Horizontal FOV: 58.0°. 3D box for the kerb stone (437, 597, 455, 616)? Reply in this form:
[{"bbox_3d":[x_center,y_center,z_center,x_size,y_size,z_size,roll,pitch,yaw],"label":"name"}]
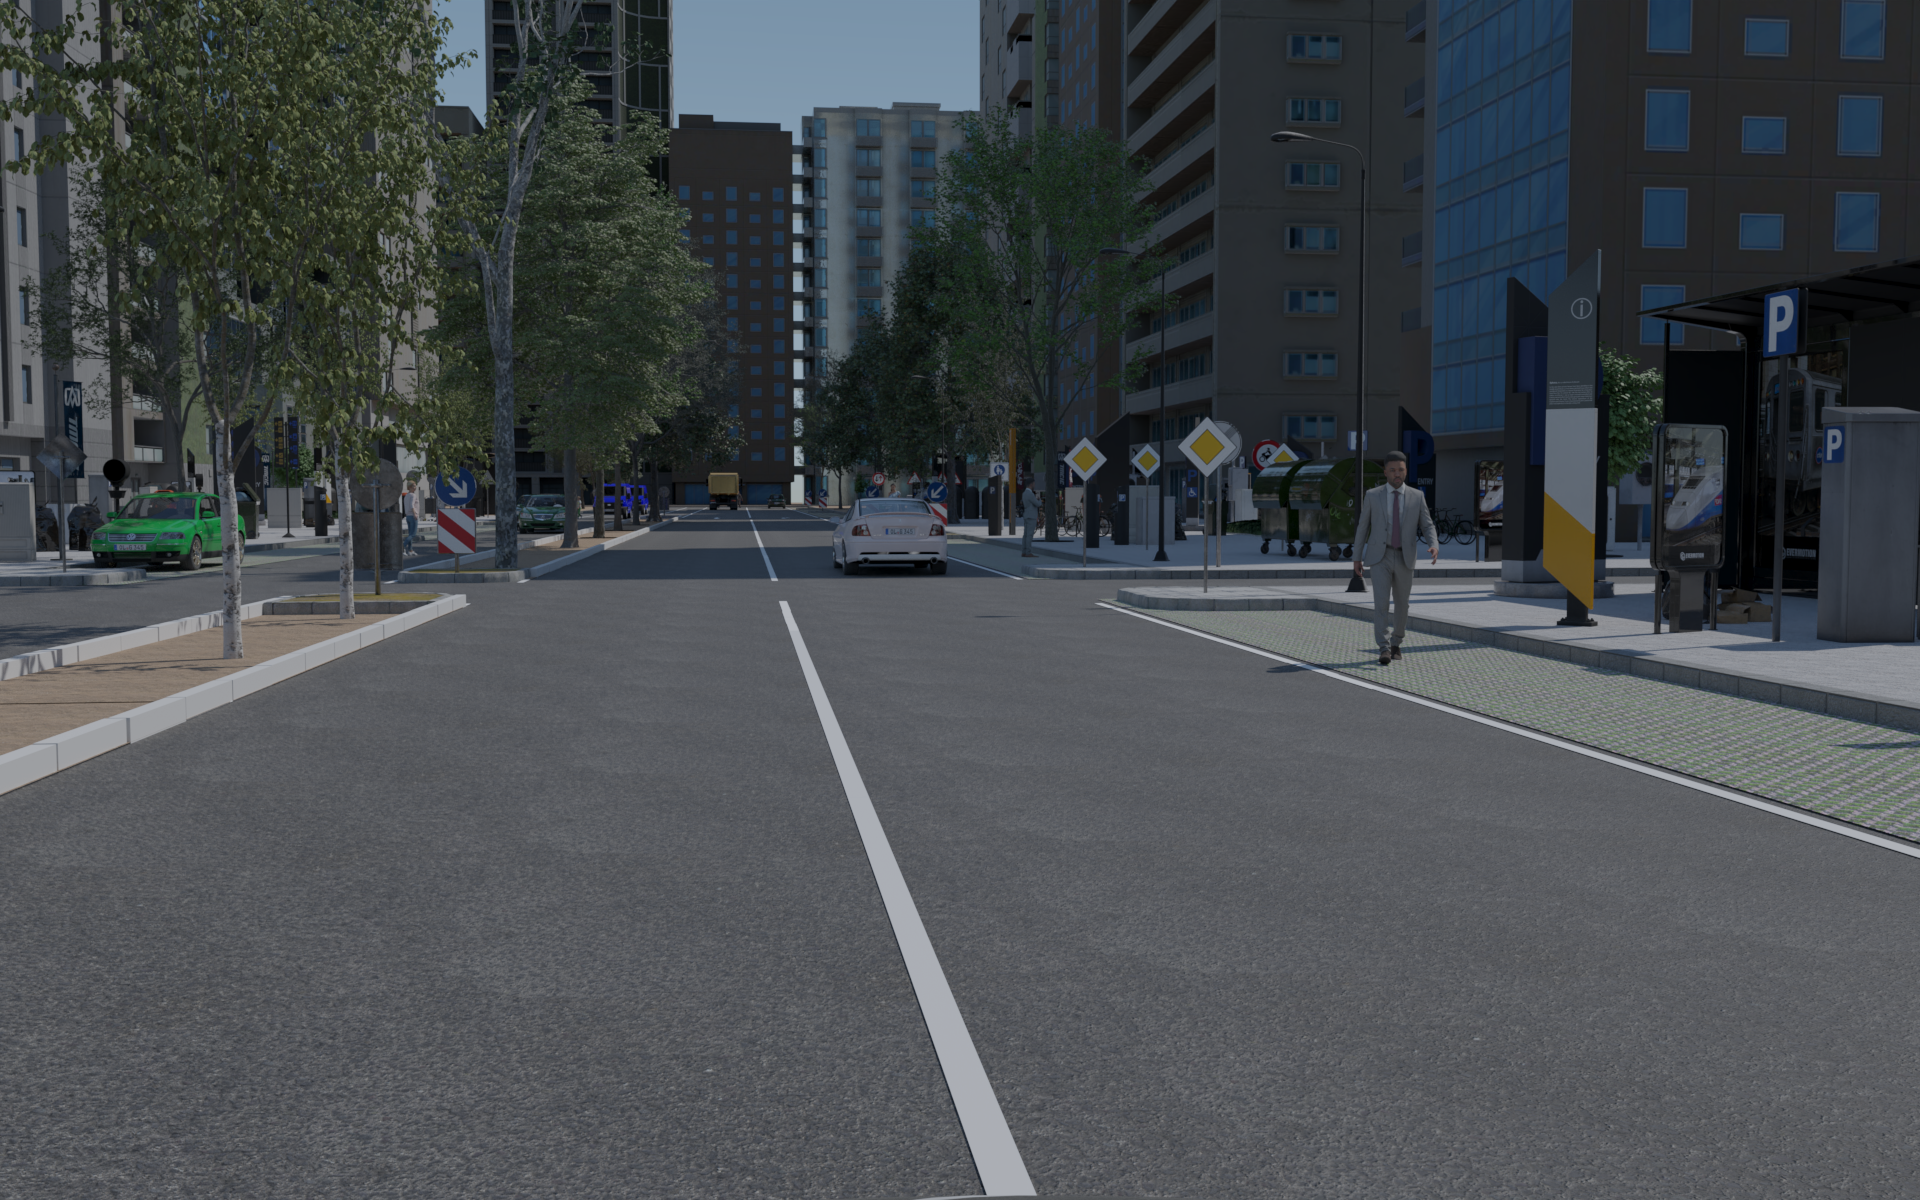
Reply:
[{"bbox_3d":[-6.176,0.099,20.582,0.120,0.150,1.000,0,4,-7],"label":"kerb stone"}]

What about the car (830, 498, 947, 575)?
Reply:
[{"bbox_3d":[-1.341,-1.208,32.114,2.083,1.381,4.827,0,4,-8],"label":"car"}]

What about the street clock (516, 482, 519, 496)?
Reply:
[{"bbox_3d":[-24.849,-5.631,96.642,0.471,2.002,0.358,-1,4,-13],"label":"street clock"}]

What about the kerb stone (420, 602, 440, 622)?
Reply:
[{"bbox_3d":[-6.050,0.162,19.560,0.120,0.150,1.000,0,4,-7],"label":"kerb stone"}]

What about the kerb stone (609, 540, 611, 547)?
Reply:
[{"bbox_3d":[-9.325,-1.423,45.517,0.120,0.150,1.000,0,4,-7],"label":"kerb stone"}]

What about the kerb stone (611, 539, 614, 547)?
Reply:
[{"bbox_3d":[-9.455,-1.488,46.531,0.120,0.150,1.000,0,4,-7],"label":"kerb stone"}]

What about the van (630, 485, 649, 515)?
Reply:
[{"bbox_3d":[-22.633,-7.049,119.630,2.240,2.365,5.245,0,4,-7],"label":"van"}]

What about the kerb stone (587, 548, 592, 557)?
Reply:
[{"bbox_3d":[-8.545,-1.053,39.406,0.120,0.150,1.000,0,4,-7],"label":"kerb stone"}]

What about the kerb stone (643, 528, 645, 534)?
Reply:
[{"bbox_3d":[-11.249,-2.359,60.783,0.120,0.150,1.000,0,4,-7],"label":"kerb stone"}]

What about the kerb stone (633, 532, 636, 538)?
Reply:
[{"bbox_3d":[-10.607,-2.049,55.704,0.120,0.150,1.000,0,4,-7],"label":"kerb stone"}]

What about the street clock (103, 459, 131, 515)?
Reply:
[{"bbox_3d":[-17.371,-1.905,35.720,0.471,2.002,0.358,0,4,-2],"label":"street clock"}]

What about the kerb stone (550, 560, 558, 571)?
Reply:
[{"bbox_3d":[-7.653,-0.613,32.296,0.120,0.150,1.000,0,4,-7],"label":"kerb stone"}]

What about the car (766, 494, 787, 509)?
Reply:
[{"bbox_3d":[-17.994,-9.792,169.882,2.009,1.686,4.222,0,4,-7],"label":"car"}]

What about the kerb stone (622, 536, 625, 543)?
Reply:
[{"bbox_3d":[-9.969,-1.738,50.607,0.120,0.150,1.000,0,4,-7],"label":"kerb stone"}]

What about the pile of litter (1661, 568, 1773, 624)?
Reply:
[{"bbox_3d":[7.852,-0.235,17.804,1.719,0.858,1.176,-3,4,-39],"label":"pile of litter"}]

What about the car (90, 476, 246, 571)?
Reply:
[{"bbox_3d":[-15.228,-1.509,33.465,1.959,1.807,4.718,0,4,-7],"label":"car"}]

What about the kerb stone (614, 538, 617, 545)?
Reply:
[{"bbox_3d":[-9.587,-1.551,47.552,0.120,0.150,1.000,0,4,-7],"label":"kerb stone"}]

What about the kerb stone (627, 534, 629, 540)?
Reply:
[{"bbox_3d":[-10.230,-1.863,52.659,0.120,0.150,1.000,0,4,-7],"label":"kerb stone"}]

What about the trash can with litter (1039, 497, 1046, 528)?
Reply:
[{"bbox_3d":[3.171,-3.276,64.945,0.624,1.170,1.055,0,4,5],"label":"trash can with litter"}]

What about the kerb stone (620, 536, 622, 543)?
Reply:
[{"bbox_3d":[-9.843,-1.674,49.593,0.120,0.150,1.000,0,4,-7],"label":"kerb stone"}]

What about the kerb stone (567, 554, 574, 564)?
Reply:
[{"bbox_3d":[-8.035,-0.804,35.342,0.120,0.150,1.000,0,4,-7],"label":"kerb stone"}]

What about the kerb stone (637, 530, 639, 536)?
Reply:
[{"bbox_3d":[-10.875,-2.174,57.735,0.120,0.150,1.000,0,4,-7],"label":"kerb stone"}]

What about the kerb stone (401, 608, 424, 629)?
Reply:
[{"bbox_3d":[-5.913,0.226,18.538,0.120,0.150,1.000,0,4,-7],"label":"kerb stone"}]

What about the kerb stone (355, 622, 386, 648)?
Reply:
[{"bbox_3d":[-5.663,0.351,16.508,0.120,0.150,1.000,0,4,-7],"label":"kerb stone"}]

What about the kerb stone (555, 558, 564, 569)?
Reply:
[{"bbox_3d":[-7.781,-0.680,33.310,0.120,0.150,1.000,0,4,-7],"label":"kerb stone"}]

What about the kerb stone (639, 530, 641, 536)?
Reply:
[{"bbox_3d":[-11.001,-2.236,58.750,0.120,0.150,1.000,0,4,-7],"label":"kerb stone"}]

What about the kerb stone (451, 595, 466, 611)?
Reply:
[{"bbox_3d":[-6.302,0.037,21.599,0.120,0.150,1.000,0,4,-7],"label":"kerb stone"}]

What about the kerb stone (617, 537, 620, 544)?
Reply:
[{"bbox_3d":[-9.712,-1.613,48.566,0.120,0.150,1.000,0,4,-7],"label":"kerb stone"}]

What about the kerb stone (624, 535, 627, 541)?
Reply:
[{"bbox_3d":[-10.090,-1.799,51.626,0.120,0.150,1.000,0,4,-7],"label":"kerb stone"}]

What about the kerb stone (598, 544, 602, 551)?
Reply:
[{"bbox_3d":[-8.937,-1.239,42.457,0.120,0.150,1.000,0,4,-7],"label":"kerb stone"}]

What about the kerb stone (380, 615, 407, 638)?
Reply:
[{"bbox_3d":[-5.784,0.286,17.523,0.120,0.150,1.000,0,4,-7],"label":"kerb stone"}]

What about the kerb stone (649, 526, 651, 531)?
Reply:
[{"bbox_3d":[-11.766,-2.609,64.845,0.120,0.150,1.000,0,4,-7],"label":"kerb stone"}]

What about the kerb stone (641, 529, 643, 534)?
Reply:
[{"bbox_3d":[-11.121,-2.296,59.765,0.120,0.150,1.000,0,4,-7],"label":"kerb stone"}]

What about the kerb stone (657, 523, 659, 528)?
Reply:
[{"bbox_3d":[-12.535,-2.979,70.947,0.120,0.150,1.000,0,4,-7],"label":"kerb stone"}]

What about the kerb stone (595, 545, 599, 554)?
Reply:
[{"bbox_3d":[-8.807,-1.177,41.434,0.120,0.150,1.000,0,4,-7],"label":"kerb stone"}]

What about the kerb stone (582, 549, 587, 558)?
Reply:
[{"bbox_3d":[-8.421,-0.989,38.392,0.120,0.150,1.000,0,4,-7],"label":"kerb stone"}]

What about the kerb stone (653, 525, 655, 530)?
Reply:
[{"bbox_3d":[-12.145,-2.795,67.899,0.120,0.150,1.000,0,4,-7],"label":"kerb stone"}]

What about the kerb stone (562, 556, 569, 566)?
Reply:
[{"bbox_3d":[-7.916,-0.742,34.323,0.120,0.150,1.000,0,4,-7],"label":"kerb stone"}]

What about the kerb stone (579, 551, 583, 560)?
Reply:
[{"bbox_3d":[-8.296,-0.929,37.377,0.120,0.150,1.000,0,4,-7],"label":"kerb stone"}]

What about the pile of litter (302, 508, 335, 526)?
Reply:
[{"bbox_3d":[-26.006,-3.424,69.947,1.176,0.858,1.719,3,5,41],"label":"pile of litter"}]

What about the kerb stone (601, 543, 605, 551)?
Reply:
[{"bbox_3d":[-9.070,-1.302,43.479,0.120,0.150,1.000,0,4,-7],"label":"kerb stone"}]

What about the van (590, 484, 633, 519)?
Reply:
[{"bbox_3d":[-20.033,-5.843,99.919,2.240,2.365,5.245,0,4,-7],"label":"van"}]

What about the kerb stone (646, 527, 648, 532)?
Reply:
[{"bbox_3d":[-11.510,-2.484,62.812,0.120,0.150,1.000,0,4,-7],"label":"kerb stone"}]

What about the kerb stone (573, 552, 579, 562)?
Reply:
[{"bbox_3d":[-8.165,-0.865,36.363,0.120,0.150,1.000,0,4,-7],"label":"kerb stone"}]

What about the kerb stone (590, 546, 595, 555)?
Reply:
[{"bbox_3d":[-8.678,-1.115,40.420,0.120,0.150,1.000,0,4,-7],"label":"kerb stone"}]

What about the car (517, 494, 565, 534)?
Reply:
[{"bbox_3d":[-15.237,-3.200,64.112,2.131,1.459,4.920,-1,4,-9],"label":"car"}]

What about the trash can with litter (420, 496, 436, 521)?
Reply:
[{"bbox_3d":[-24.692,-4.341,82.036,2.233,1.210,1.678,-1,4,-9],"label":"trash can with litter"}]

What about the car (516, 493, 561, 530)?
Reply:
[{"bbox_3d":[-16.987,-3.649,69.448,2.009,1.686,4.222,-1,4,-8],"label":"car"}]

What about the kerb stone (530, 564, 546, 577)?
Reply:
[{"bbox_3d":[-7.398,-0.494,30.266,0.120,0.150,1.000,0,4,-7],"label":"kerb stone"}]

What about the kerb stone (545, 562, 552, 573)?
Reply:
[{"bbox_3d":[-7.533,-0.553,31.280,0.120,0.150,1.000,0,4,-7],"label":"kerb stone"}]

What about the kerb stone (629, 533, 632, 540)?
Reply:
[{"bbox_3d":[-10.352,-1.925,53.674,0.120,0.150,1.000,0,4,-7],"label":"kerb stone"}]

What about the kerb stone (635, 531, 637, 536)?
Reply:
[{"bbox_3d":[-10.742,-2.112,56.721,0.120,0.150,1.000,0,4,-7],"label":"kerb stone"}]

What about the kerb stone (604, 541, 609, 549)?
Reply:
[{"bbox_3d":[-9.190,-1.364,44.494,0.120,0.150,1.000,0,4,-7],"label":"kerb stone"}]
